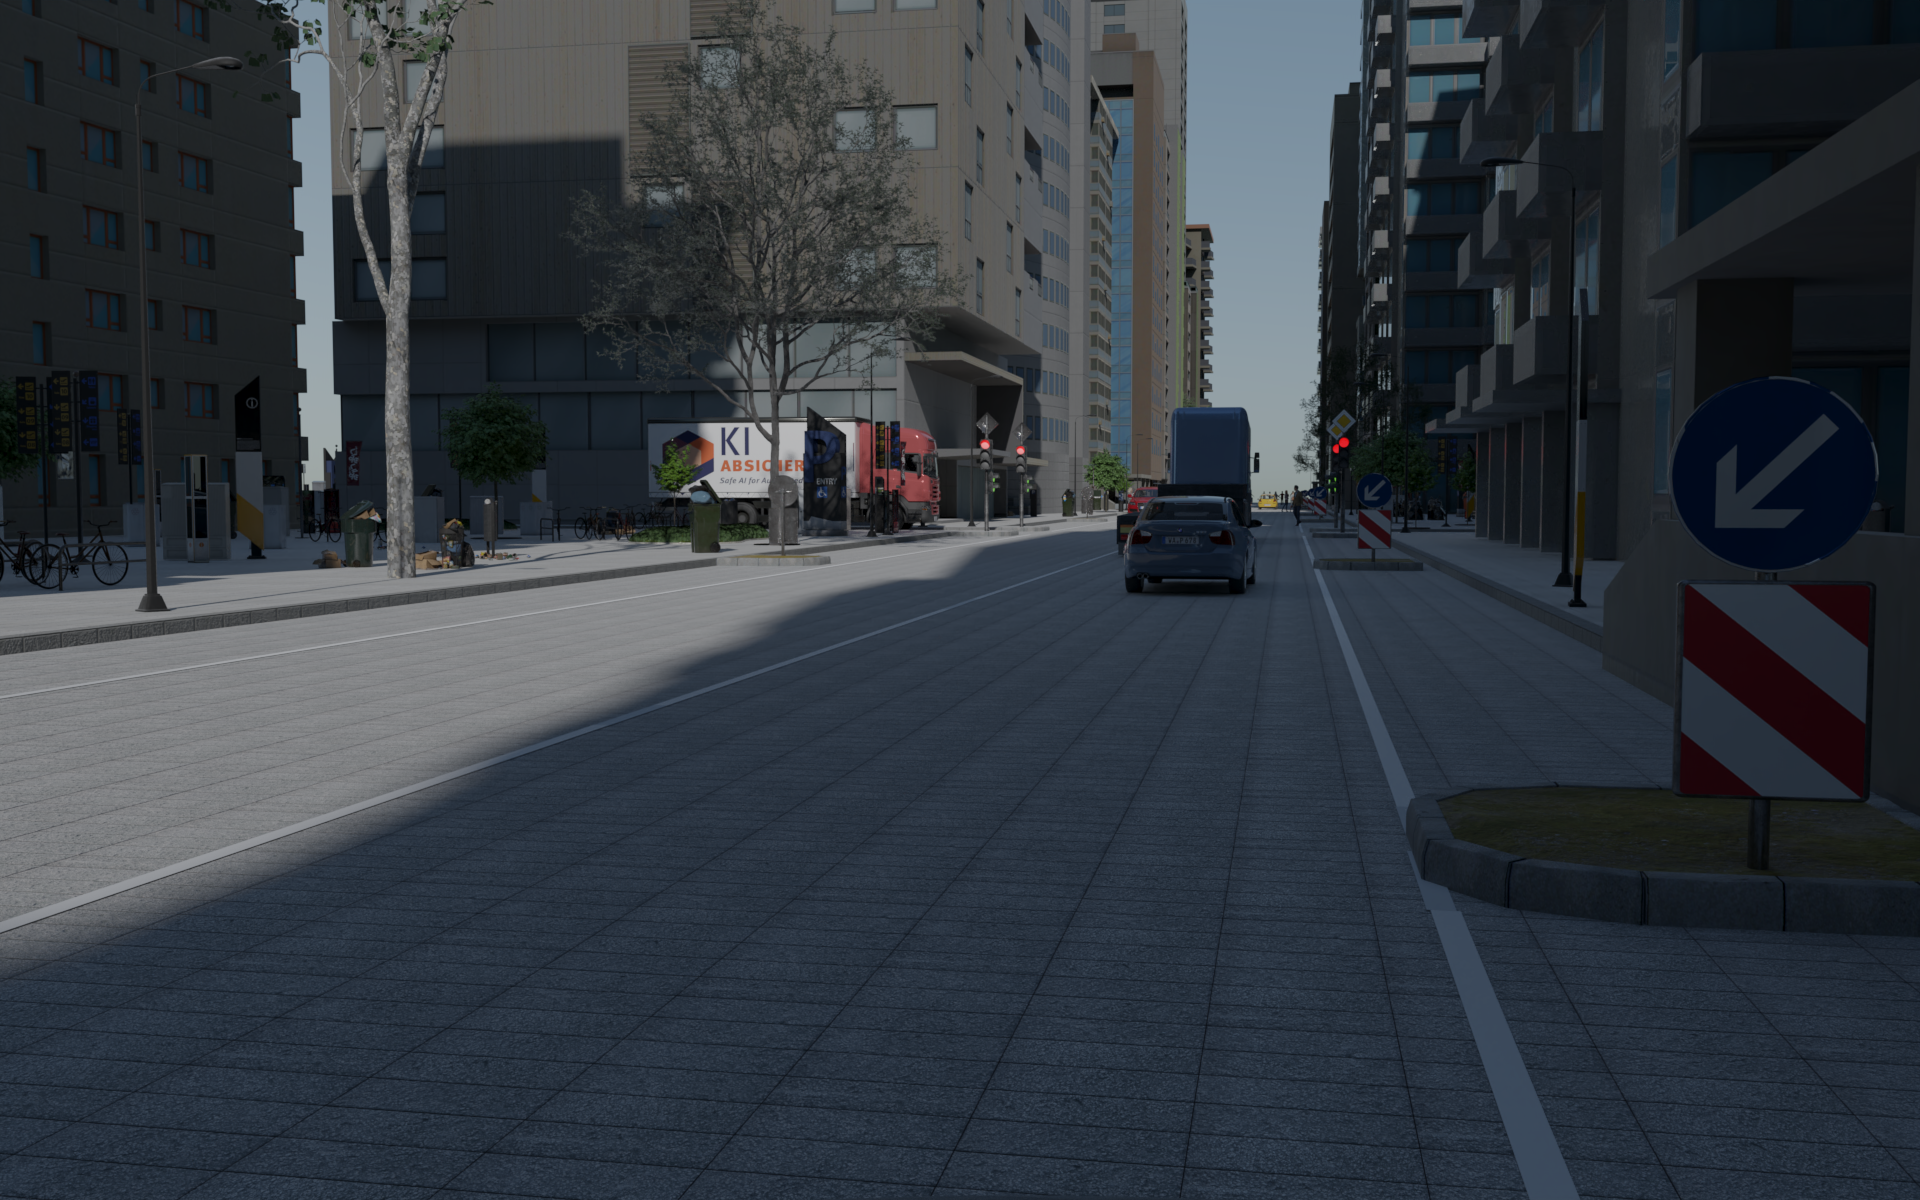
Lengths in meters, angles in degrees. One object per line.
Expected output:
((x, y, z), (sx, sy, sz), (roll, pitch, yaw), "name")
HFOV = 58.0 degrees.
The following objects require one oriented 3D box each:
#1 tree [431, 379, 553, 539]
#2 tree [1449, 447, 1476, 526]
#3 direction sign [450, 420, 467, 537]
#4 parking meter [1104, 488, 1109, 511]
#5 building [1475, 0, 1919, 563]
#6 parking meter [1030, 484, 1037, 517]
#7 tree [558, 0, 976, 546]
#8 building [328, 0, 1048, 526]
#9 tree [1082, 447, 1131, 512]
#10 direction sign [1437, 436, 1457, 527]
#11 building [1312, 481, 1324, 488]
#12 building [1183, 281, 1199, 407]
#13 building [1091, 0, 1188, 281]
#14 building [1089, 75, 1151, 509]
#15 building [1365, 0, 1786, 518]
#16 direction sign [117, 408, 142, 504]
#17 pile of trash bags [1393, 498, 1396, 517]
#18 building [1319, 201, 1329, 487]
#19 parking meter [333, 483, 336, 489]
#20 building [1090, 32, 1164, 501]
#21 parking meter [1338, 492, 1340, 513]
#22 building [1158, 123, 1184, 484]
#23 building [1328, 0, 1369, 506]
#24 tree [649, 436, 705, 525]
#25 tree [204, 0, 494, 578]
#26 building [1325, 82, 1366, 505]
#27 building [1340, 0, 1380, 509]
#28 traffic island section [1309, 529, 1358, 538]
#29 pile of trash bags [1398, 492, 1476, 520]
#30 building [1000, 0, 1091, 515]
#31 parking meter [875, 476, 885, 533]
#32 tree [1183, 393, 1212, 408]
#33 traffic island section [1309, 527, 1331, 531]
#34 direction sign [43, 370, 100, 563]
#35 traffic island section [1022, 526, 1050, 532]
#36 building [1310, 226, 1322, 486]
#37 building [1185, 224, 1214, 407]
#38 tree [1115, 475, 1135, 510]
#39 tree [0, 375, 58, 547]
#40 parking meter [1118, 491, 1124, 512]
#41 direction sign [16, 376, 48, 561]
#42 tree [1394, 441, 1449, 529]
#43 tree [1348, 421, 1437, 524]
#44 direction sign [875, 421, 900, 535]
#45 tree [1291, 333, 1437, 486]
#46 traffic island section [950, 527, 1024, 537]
((-13.390, -4.026, 49.540), (4.285, 4.588, 4.351), (0, 3, 0), "tree")
((20.865, -4.656, 70.720), (1.663, 3.219, 1.824), (0, 3, 0), "tree")
((-15.091, -3.686, 52.262), (0.379, 3.537, 0.876), (1, 4, 20), "direction sign")
((11.251, -7.803, 133.291), (0.255, 1.863, 0.399), (-2, 4, -24), "parking meter")
((23.490, -25.591, 38.021), (23.786, 49.044, 30.456), (1, 4, 11), "building")
((4.153, -5.640, 97.926), (0.399, 1.863, 0.255), (1, 4, 12), "parking meter")
((-4.711, -8.102, 42.831), (12.009, 13.543, 11.850), (0, 3, 0), "tree")
((-10.835, -30.148, 82.160), (28.713, 52.752, 27.495), (1, 4, 11), "building")
((10.330, -8.447, 121.825), (4.285, 4.588, 4.351), (0, 3, 0), "tree")
((19.087, -4.642, 67.893), (0.379, 3.537, 0.876), (-3, 4, -39), "direction sign")
((64.493, -33.229, 235.176), (32.217, 40.220, 23.993), (1, 4, 11), "building")
((24.480, -28.179, 232.425), (14.160, 30.474, 14.107), (1, 4, 11), "building")
((24.114, -49.580, 248.885), (20.563, 71.187, 20.611), (1, 4, 11), "building")
((0.842, -28.426, 156.638), (32.217, 40.220, 23.993), (1, 4, 11), "building")
((39.738, -30.583, 119.646), (23.786, 49.044, 30.456), (1, 4, 11), "building")
((-22.115, -3.314, 46.173), (0.379, 3.537, 0.876), (1, 4, 12), "direction sign")
((24.398, -5.389, 97.869), (1.912, 1.369, 3.447), (0, 4, -5), "pile of trash bags")
((60.337, -37.025, 255.468), (14.600, 45.320, 14.200), (1, 4, 11), "building")
((-29.895, -4.737, 83.163), (0.399, 1.863, 0.255), (2, 4, 34), "parking meter")
((12.894, -32.018, 173.608), (14.600, 45.320, 14.200), (1, 4, 11), "building")
((25.638, -6.842, 117.584), (0.255, 1.863, 0.399), (0, 4, 4), "parking meter")
((16.260, -30.818, 187.464), (14.154, 41.232, 14.086), (1, 4, 11), "building")
((48.957, -52.576, 172.287), (22.319, 86.520, 31.000), (1, 4, 11), "building")
((-9.699, -3.887, 58.151), (1.663, 3.219, 1.824), (0, 3, 0), "tree")
((-7.504, -10.464, 26.978), (12.611, 20.169, 13.585), (0, 3, 0), "tree")
((53.441, -35.206, 199.316), (21.300, 48.544, 21.600), (1, 4, 11), "building")
((43.384, -43.377, 147.459), (20.563, 71.187, 20.611), (1, 4, 11), "building")
((12.729, -2.157, 57.542), (2.009, 0.180, 2.903), (1, 4, 11), "traffic island section")
((23.528, -4.602, 84.992), (3.447, 1.369, 1.912), (2, 4, 24), "pile of trash bags")
((-3.221, -35.166, 116.968), (21.231, 58.520, 28.212), (1, 4, 11), "building")
((-2.636, -3.128, 56.848), (0.255, 1.863, 0.399), (-1, 4, -16), "parking meter")
((28.279, -18.968, 216.777), (9.857, 13.997, 8.962), (0, 3, 0), "tree")
((14.214, -2.637, 65.388), (2.009, 0.180, 2.903), (1, 4, 11), "traffic island section")
((-16.220, -2.436, 31.833), (0.876, 3.537, 0.379), (0, 4, 5), "direction sign")
((2.383, -2.773, 67.624), (2.009, 0.180, 2.903), (1, 4, 11), "traffic island section")
((68.570, -40.216, 277.134), (23.786, 49.044, 30.456), (1, 4, 11), "building")
((28.606, -37.881, 273.974), (22.147, 44.769, 28.867), (1, 4, 11), "building")
((12.872, -8.778, 138.116), (1.663, 3.219, 1.824), (0, 3, 0), "tree")
((-23.825, -3.582, 42.276), (4.285, 4.588, 4.351), (0, 3, 0), "tree")
((11.526, -7.065, 123.921), (0.372, 1.533, 0.369), (0, 3, 0), "parking meter")
((-17.715, -2.538, 33.494), (0.876, 3.537, 0.379), (-1, 4, -16), "direction sign")
((16.725, -4.236, 63.866), (1.663, 3.219, 1.824), (0, 3, 0), "tree")
((19.207, -5.629, 75.748), (4.285, 4.588, 4.351), (0, 3, 0), "tree")
((-2.245, -3.783, 53.857), (0.876, 3.537, 0.379), (2, 4, 28), "direction sign")
((23.383, -10.105, 99.633), (8.767, 10.594, 7.601), (2, 4, 24), "tree")
((0.898, -2.293, 59.778), (2.009, 0.180, 2.903), (1, 4, 11), "traffic island section")
